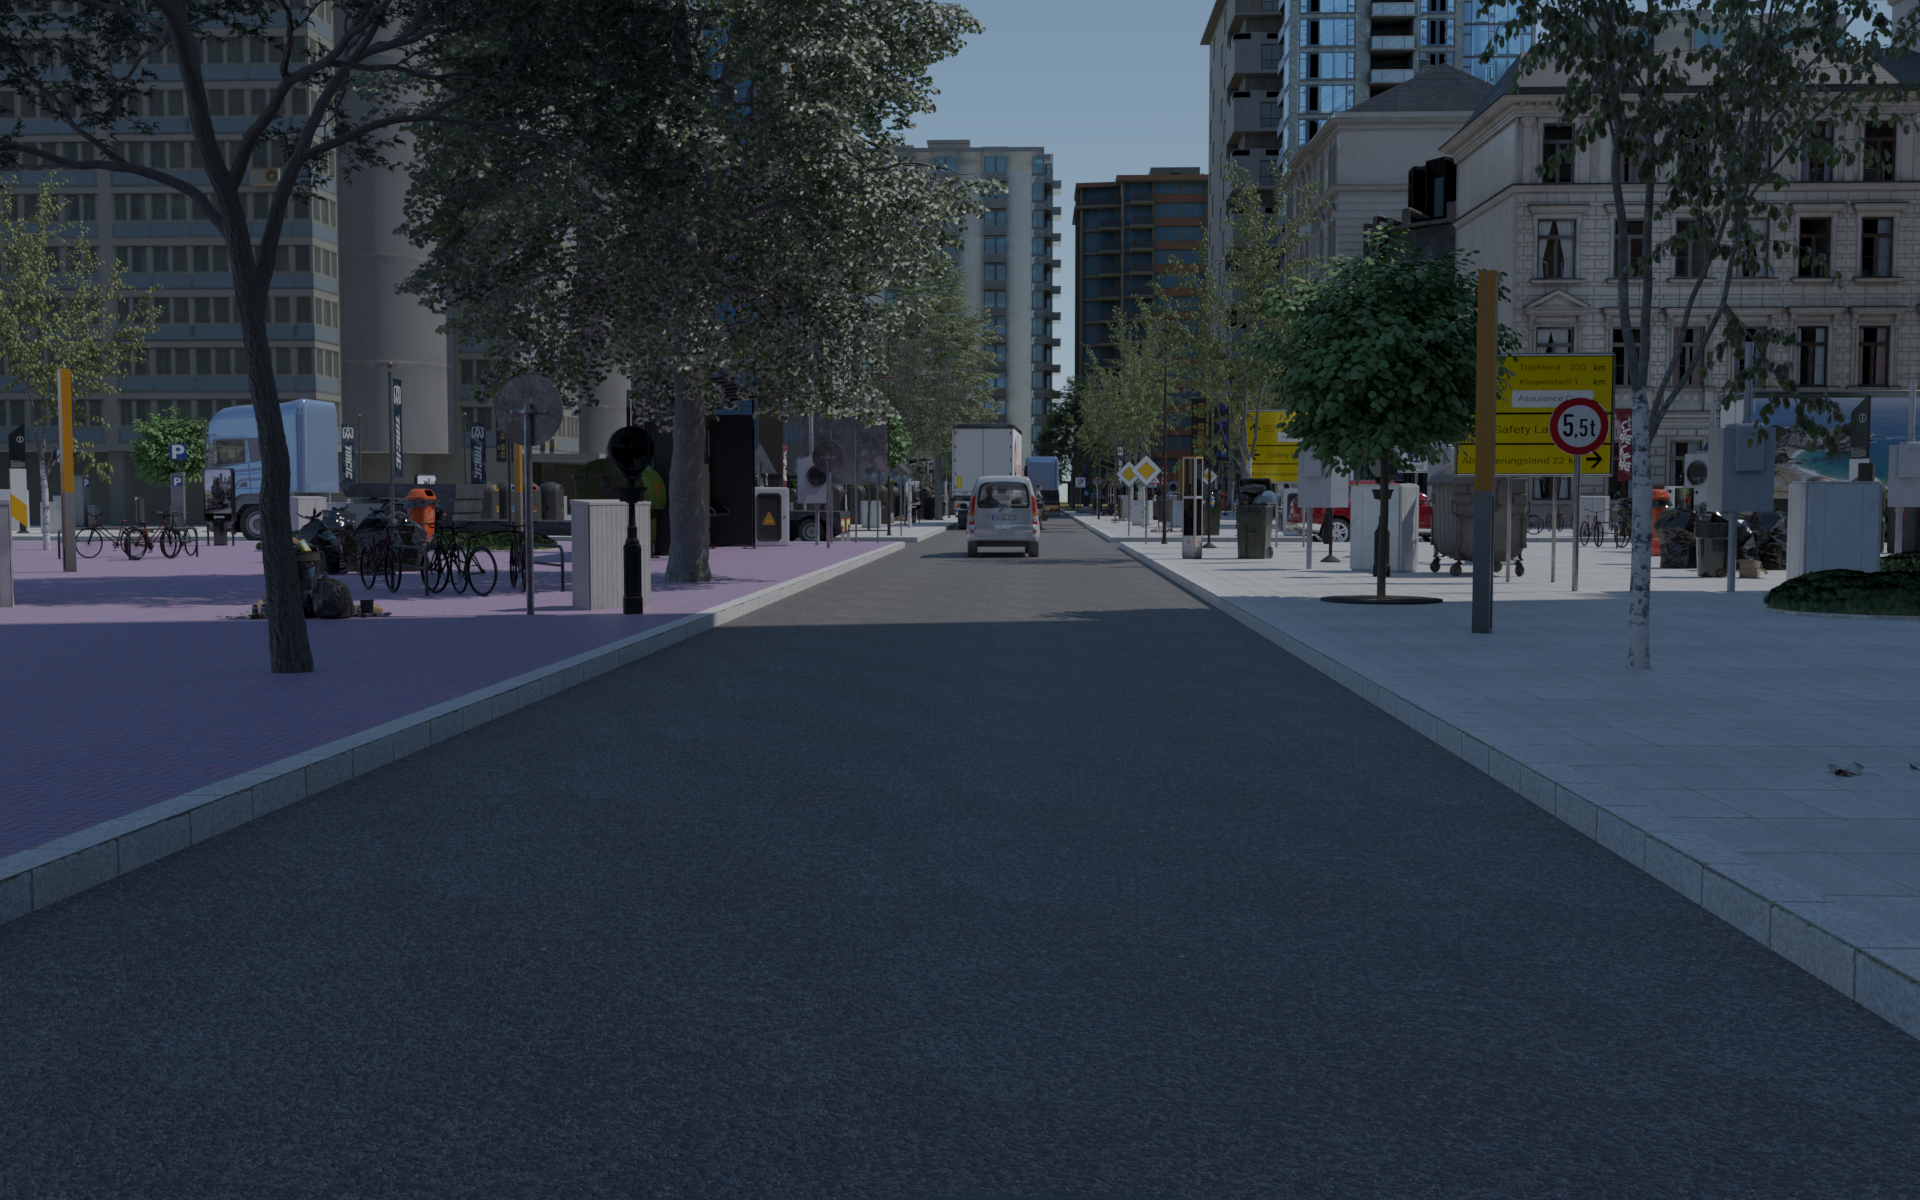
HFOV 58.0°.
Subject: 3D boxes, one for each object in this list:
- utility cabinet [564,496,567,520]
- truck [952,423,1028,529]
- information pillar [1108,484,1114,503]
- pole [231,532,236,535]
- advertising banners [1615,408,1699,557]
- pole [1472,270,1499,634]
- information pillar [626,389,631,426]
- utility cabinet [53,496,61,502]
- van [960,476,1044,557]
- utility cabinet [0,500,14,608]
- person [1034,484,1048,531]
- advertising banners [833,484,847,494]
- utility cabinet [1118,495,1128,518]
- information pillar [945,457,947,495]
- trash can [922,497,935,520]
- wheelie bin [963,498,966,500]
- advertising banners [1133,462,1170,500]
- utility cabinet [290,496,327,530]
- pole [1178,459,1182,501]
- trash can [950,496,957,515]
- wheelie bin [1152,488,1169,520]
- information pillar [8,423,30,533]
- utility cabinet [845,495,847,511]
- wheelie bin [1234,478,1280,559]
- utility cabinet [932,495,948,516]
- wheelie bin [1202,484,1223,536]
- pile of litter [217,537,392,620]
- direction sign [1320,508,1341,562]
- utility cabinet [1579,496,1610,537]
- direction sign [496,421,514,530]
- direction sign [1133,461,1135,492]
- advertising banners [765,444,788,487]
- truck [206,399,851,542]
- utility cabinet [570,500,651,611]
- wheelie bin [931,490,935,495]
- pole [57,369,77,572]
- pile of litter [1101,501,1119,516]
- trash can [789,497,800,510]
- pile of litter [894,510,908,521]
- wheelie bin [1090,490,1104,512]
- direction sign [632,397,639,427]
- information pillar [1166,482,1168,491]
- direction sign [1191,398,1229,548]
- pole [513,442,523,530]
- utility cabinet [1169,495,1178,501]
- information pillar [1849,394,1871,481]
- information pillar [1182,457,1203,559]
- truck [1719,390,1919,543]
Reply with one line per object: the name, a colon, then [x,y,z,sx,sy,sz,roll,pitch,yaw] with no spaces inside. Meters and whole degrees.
utility cabinet: [-15.361,-3.351,65.956,1.020,1.237,0.306,3,5,43]
truck: [1.328,-5.217,74.219,2.839,4.237,11.283,0,4,4]
information pillar: [10.929,-7.390,125.314,0.304,2.012,0.304,-2,4,-35]
pole: [-22.883,-3.707,54.456,0.158,3.312,0.155,0,3,0]
advertising banners: [14.244,-2.403,35.475,2.074,3.025,0.090,-1,4,-17]
pole: [4.828,-1.350,15.917,0.158,3.312,0.155,0,3,0]
information pillar: [-7.364,-2.886,38.547,0.183,3.616,0.504,-1,4,-10]
utility cabinet: [-32.386,-3.141,62.521,1.020,1.237,0.306,3,5,43]
van: [0.992,-2.064,40.754,2.013,2.044,4.112,0,4,0]
utility cabinet: [-11.256,-0.510,19.503,1.020,1.237,0.306,-2,4,-26]
person: [3.022,-3.640,67.986,0.822,1.834,0.622,0,4,5]
advertising banners: [-6.352,-5.971,93.807,0.090,3.025,2.074,2,4,32]
utility cabinet: [8.826,-4.951,92.112,0.306,1.237,1.020,-2,4,-28]
information pillar: [-0.900,-7.236,109.662,0.183,3.616,0.504,0,4,3]
trash can: [-1.524,-4.555,86.120,0.748,1.137,0.748,0,3,0]
wheelie bin: [0.468,-7.145,124.736,0.693,1.594,0.980,0,4,5]
advertising banners: [10.417,-6.008,94.413,2.074,3.025,0.090,-1,4,-8]
utility cabinet: [-17.138,-2.106,45.593,0.306,1.237,1.020,2,4,24]
pole: [12.776,-6.521,100.454,0.158,3.312,0.155,0,3,0]
trash can: [-0.492,-5.681,104.542,0.748,1.137,0.748,0,3,0]
wheelie bin: [9.896,-4.730,85.238,0.693,1.594,0.980,2,4,35]
information pillar: [-30.839,-3.998,56.729,0.504,3.616,0.183,-3,5,-41]
utility cabinet: [-8.022,-6.821,122.678,0.306,1.237,1.020,3,5,39]
wheelie bin: [5.873,-1.620,34.393,0.980,1.594,0.693,2,4,25]
utility cabinet: [-1.157,-5.610,102.881,1.020,1.237,0.306,1,4,17]
wheelie bin: [7.725,-2.805,53.769,0.693,1.594,0.980,-2,4,-24]
pile of litter: [-6.876,-0.257,18.165,1.719,0.858,1.176,1,4,16]
direction sign: [6.987,-2.481,32.564,0.876,3.537,0.379,-3,5,-45]
utility cabinet: [19.000,-2.507,52.154,0.306,1.237,1.020,-3,5,-40]
direction sign: [-10.959,-3.066,42.126,0.876,3.537,0.379,2,4,34]
direction sign: [10.749,-7.015,106.684,0.379,3.537,0.876,1,4,17]
advertising banners: [-6.337,-3.915,60.194,0.090,3.025,2.074,1,4,15]
truck: [-12.594,-3.652,49.462,18.799,4.110,2.967,0,4,3]
utility cabinet: [-3.920,-0.512,19.527,0.306,1.237,1.020,2,4,31]
wheelie bin: [-2.035,-6.849,119.890,0.693,1.594,0.980,-1,4,-12]
pole: [-14.653,-2.114,28.414,0.158,3.312,0.155,0,3,0]
pile of litter: [8.938,-5.285,100.367,1.719,0.858,1.176,-1,4,-13]
trash can: [-8.543,-4.634,87.425,0.748,1.137,0.748,0,3,0]
pile of litter: [-2.694,-4.159,81.964,1.176,0.858,1.719,1,4,18]
wheelie bin: [9.683,-7.007,122.471,0.980,1.594,0.693,-1,4,-9]
direction sign: [-6.772,-2.822,38.136,0.876,3.537,0.379,0,4,2]
information pillar: [12.423,-6.141,104.900,0.304,2.012,0.304,0,4,-7]
direction sign: [5.907,-2.997,40.992,0.876,3.537,0.379,0,4,7]
pole: [-10.524,-2.900,41.255,0.158,3.312,0.155,0,3,0]
utility cabinet: [11.059,-4.958,92.228,1.020,1.237,0.306,0,4,1]
information pillar: [21.216,-3.027,40.850,0.183,3.616,0.504,-1,4,-22]
information pillar: [4.598,-1.821,34.257,0.304,2.012,0.304,3,4,37]
truck: [27.022,-3.590,47.608,11.283,4.237,2.839,0,4,4]
